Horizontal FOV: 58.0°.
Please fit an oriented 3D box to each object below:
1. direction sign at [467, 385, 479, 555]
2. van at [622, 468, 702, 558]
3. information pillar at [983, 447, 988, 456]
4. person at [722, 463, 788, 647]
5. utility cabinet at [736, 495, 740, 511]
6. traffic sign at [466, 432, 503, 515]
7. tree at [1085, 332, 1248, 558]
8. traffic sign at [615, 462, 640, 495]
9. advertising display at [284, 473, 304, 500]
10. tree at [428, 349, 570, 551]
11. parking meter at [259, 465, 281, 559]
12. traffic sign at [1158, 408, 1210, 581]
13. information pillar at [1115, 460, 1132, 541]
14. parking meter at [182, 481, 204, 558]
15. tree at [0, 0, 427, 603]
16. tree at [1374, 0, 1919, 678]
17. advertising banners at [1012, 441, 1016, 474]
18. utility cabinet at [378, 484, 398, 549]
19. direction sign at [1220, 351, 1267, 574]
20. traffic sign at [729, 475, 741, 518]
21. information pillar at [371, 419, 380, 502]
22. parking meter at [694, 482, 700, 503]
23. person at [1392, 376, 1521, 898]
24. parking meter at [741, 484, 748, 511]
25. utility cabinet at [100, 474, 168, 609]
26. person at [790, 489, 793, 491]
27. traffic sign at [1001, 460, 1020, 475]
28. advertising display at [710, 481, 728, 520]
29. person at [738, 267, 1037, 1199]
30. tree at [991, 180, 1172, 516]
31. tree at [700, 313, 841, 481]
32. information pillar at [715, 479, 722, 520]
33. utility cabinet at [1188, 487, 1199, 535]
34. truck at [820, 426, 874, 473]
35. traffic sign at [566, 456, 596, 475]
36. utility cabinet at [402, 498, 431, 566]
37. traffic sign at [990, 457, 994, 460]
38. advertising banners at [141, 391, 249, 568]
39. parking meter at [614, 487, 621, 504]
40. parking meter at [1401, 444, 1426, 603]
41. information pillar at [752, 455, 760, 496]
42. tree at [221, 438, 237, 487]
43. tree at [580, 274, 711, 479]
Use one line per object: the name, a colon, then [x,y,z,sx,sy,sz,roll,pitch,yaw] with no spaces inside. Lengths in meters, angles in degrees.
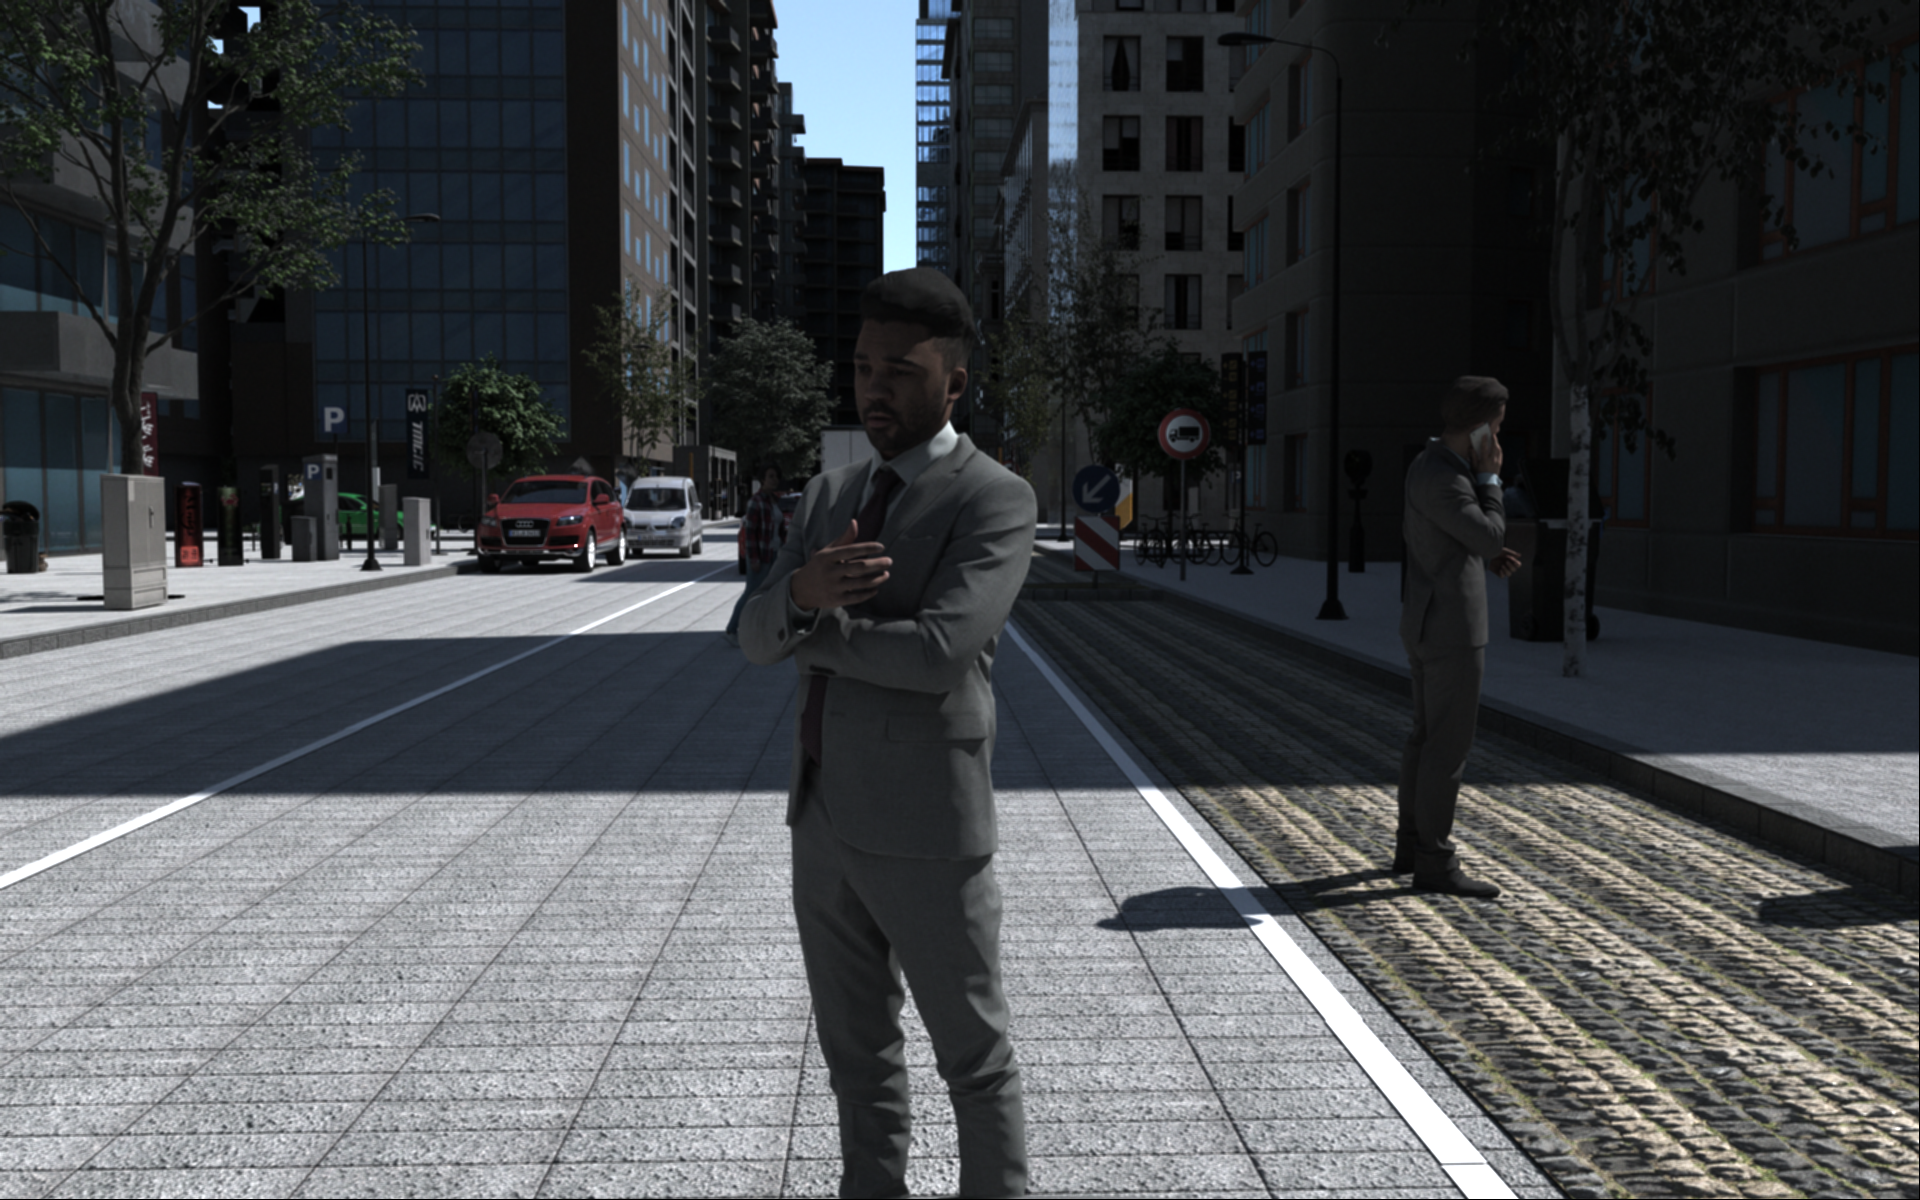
direction sign: [-10.182,-2.712,36.334,0.379,3.537,0.876,-2,4,-27]
van: [-6.904,-2.011,39.894,2.013,2.044,4.112,0,4,-4]
information pillar: [1.206,-5.810,86.350,0.504,3.616,0.183,3,5,42]
person: [-1.875,-0.425,16.284,0.643,1.720,0.563,1,4,21]
utility cabinet: [-16.514,-7.151,128.079,0.306,1.237,1.020,-1,4,-20]
traffic sign: [-9.791,-2.174,35.648,0.768,2.556,0.104,0,4,2]
tree: [4.356,-3.154,35.288,4.285,4.588,4.351,0,3,0]
traffic sign: [-10.366,-3.082,54.030,0.795,2.450,0.064,0,4,-2]
advertising display: [-20.266,-2.922,52.985,0.123,1.923,0.974,1,4,19]
tree: [-10.618,-3.406,39.405,4.285,4.588,4.351,0,3,0]
parking meter: [-13.607,-1.739,34.148,0.255,1.863,0.399,0,4,-1]
traffic sign: [3.310,-1.562,25.642,0.768,2.556,0.104,0,4,2]
information pillar: [4.438,-3.408,47.079,0.504,3.616,0.183,2,4,31]
parking meter: [-15.390,-1.610,34.734,0.372,1.533,0.369,0,3,0]
tree: [-9.943,-5.805,20.661,9.928,11.665,9.643,0,3,0]
tree: [4.546,-3.760,11.845,4.360,8.622,3.978,0,3,0]
advertising banners: [1.962,-3.714,56.909,0.090,3.025,2.074,-1,4,-12]
utility cabinet: [-13.300,-1.930,40.228,0.318,1.500,1.173,-2,4,-24]
direction sign: [4.529,-2.185,27.723,0.379,3.537,0.876,-3,5,-44]
traffic sign: [-11.892,-5.466,91.501,0.606,2.300,0.079,0,4,6]
information pillar: [-18.252,-3.828,53.943,0.504,3.616,0.183,2,4,32]
parking meter: [-12.716,-4.780,83.866,0.255,1.863,0.399,0,4,-3]
person: [1.820,0.123,6.299,0.447,1.846,0.655,0,4,1]
parking meter: [-12.078,-5.581,96.959,0.255,1.863,0.399,-3,4,-38]
utility cabinet: [-9.293,-0.664,19.534,0.318,1.500,1.173,0,4,-7]
person: [-11.753,-6.876,121.113,0.537,1.800,0.526,1,4,11]
traffic sign: [1.843,-3.953,64.745,0.768,2.556,0.104,0,4,-1]
advertising display: [-12.071,-4.988,86.760,0.974,1.923,0.123,1,4,16]
person: [-0.135,0.356,2.866,0.511,1.800,0.466,2,4,26]
tree: [3.063,-5.500,40.284,4.360,8.622,3.978,0,3,0]
tree: [-13.592,-13.216,122.738,9.857,13.997,8.962,0,3,0]
information pillar: [-11.957,-4.945,85.342,0.304,2.012,0.304,2,4,32]
utility cabinet: [7.326,-2.805,54.545,0.318,1.500,1.173,0,4,6]
truck: [-4.499,-5.351,76.395,2.839,4.237,11.283,0,4,0]
traffic sign: [-10.066,-2.594,46.051,0.795,2.450,0.064,0,4,-2]
utility cabinet: [-9.779,-1.227,31.228,0.306,1.237,1.020,0,4,-6]
traffic sign: [0.821,-2.617,46.437,0.795,2.450,0.064,0,4,-2]
advertising banners: [-13.454,-2.081,30.211,0.090,3.025,2.074,3,5,40]
parking meter: [-12.002,-3.181,60.425,0.372,1.533,0.369,0,3,0]
parking meter: [5.423,-0.902,20.455,0.399,1.863,0.255,-3,5,-44]
information pillar: [-12.356,-6.958,105.118,0.504,3.616,0.183,1,4,11]
tree: [-36.563,-6.223,85.454,4.285,4.588,4.351,0,3,0]
tree: [-10.771,-6.647,59.034,4.737,8.622,4.395,0,3,0]
